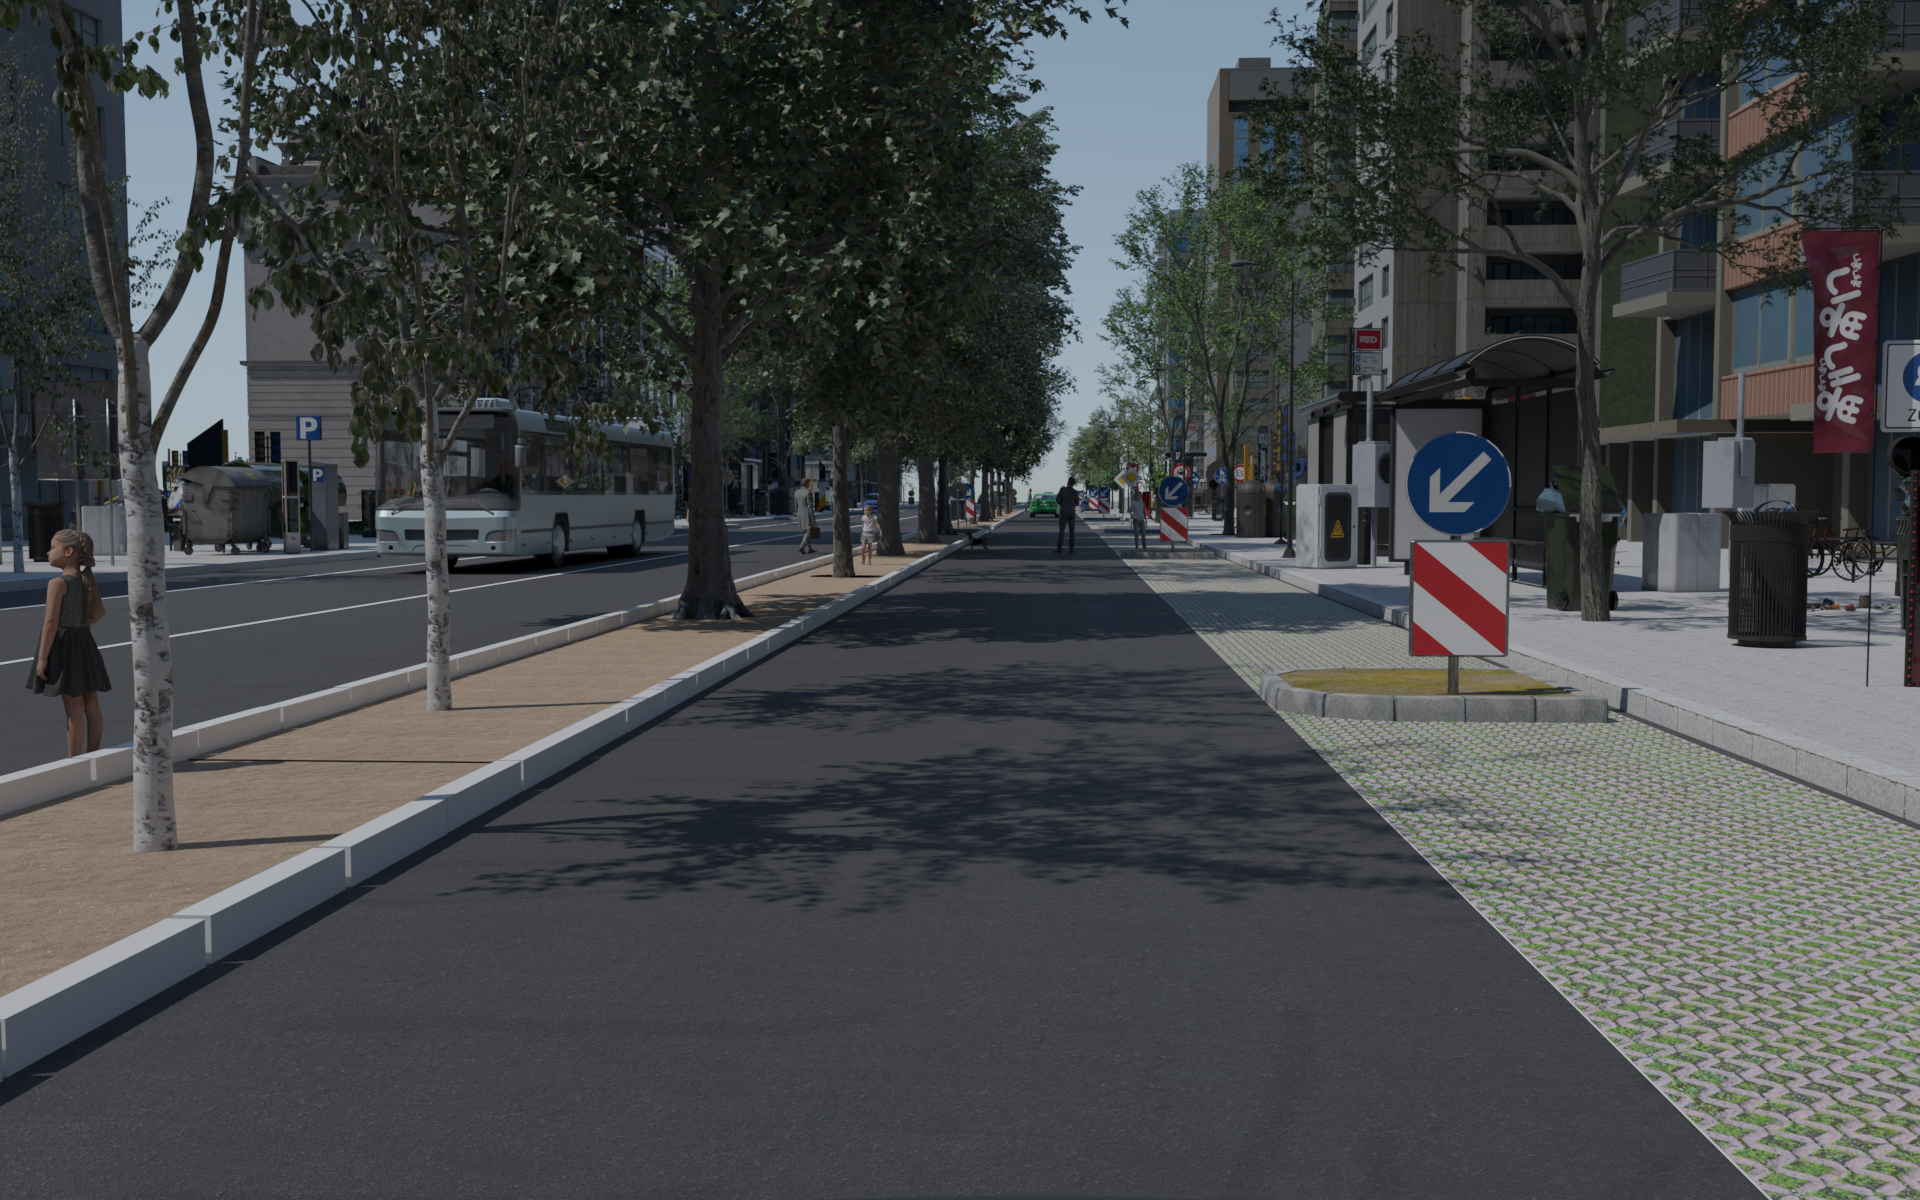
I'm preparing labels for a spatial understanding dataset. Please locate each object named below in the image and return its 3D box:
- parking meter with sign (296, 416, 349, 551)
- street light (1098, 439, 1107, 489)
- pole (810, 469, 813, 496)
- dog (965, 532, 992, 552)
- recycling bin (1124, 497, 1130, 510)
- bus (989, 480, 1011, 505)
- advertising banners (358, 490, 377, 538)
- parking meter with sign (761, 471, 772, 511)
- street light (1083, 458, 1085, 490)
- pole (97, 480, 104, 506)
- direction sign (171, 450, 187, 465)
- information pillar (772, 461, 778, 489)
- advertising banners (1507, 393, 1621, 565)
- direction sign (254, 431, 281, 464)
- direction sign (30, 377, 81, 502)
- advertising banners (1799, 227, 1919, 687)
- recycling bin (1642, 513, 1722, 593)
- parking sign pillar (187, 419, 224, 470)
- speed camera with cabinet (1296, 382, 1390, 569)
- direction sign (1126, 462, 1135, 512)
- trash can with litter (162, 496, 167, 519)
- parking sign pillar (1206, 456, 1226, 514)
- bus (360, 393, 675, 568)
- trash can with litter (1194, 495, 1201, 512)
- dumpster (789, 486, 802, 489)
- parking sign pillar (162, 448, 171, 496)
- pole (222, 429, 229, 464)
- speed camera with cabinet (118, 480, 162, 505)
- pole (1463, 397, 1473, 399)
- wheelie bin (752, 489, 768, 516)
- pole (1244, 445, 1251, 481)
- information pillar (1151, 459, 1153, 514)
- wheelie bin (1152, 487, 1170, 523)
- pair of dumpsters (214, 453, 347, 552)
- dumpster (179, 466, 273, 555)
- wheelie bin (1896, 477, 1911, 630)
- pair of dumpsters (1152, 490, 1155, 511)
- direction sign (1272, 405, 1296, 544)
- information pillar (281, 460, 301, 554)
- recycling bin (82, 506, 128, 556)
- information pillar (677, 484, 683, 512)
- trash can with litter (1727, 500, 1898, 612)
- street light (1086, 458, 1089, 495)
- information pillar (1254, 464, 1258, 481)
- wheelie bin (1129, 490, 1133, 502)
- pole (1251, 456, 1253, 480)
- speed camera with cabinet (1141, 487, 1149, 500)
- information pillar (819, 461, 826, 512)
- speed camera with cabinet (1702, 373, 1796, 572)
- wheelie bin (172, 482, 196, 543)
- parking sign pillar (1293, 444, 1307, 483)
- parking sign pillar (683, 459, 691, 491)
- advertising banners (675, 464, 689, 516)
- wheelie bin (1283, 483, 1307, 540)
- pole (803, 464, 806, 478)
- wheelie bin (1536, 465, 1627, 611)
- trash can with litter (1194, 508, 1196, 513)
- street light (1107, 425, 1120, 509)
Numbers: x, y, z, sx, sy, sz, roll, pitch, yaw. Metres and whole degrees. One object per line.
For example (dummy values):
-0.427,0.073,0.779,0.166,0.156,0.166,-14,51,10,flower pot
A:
-14.492,-2.646,39.520,0.543,3.016,1.738,0,4,2,parking meter with sign
12.358,-10.648,146.631,1.470,5.913,1.316,0,4,3,street light
-12.077,-9.002,141.025,0.158,3.312,0.155,0,3,0,pole
0.446,-1.428,42.631,0.540,0.507,0.406,-2,4,-32,dog
13.067,-7.624,137.205,0.722,1.027,0.722,1,4,21,recycling bin
5.149,-13.553,216.451,2.948,3.499,13.247,0,4,2,bus
-16.705,-3.365,51.205,2.074,3.025,0.090,-1,4,-22,advertising banners
-14.488,-8.145,129.431,1.738,3.016,0.543,3,4,36,parking meter with sign
16.583,-15.280,222.366,1.470,5.913,1.316,0,4,3,street light
-32.019,-4.323,64.521,0.158,3.312,0.155,0,3,0,pole
-40.431,-5.989,89.911,0.876,3.537,0.379,0,4,-6,direction sign
-13.095,-8.040,122.815,0.504,3.616,0.183,0,4,2,information pillar
10.499,-2.078,30.166,2.074,3.025,0.090,0,4,-4,advertising banners
-25.019,-4.322,62.668,0.876,3.537,0.379,-1,4,-20,direction sign
-17.509,-2.546,33.626,0.876,3.537,0.379,-2,4,-35,direction sign
6.554,-0.931,11.405,2.074,3.025,0.090,0,4,4,advertising banners
9.524,-0.631,22.872,0.722,1.027,0.722,-1,4,-12,recycling bin
-26.993,-4.508,62.171,1.447,3.967,1.447,0,4,2,parking sign pillar
6.775,-2.188,30.114,2.038,3.252,0.660,-2,4,-34,speed camera with cabinet
12.860,-8.452,130.180,0.876,3.537,0.379,3,4,38,direction sign
-45.977,-5.353,98.583,1.678,1.210,2.233,-2,4,-30,trash can with litter
16.852,-7.647,113.504,1.447,3.967,1.447,1,4,22,parking sign pillar
-8.786,-2.538,36.350,2.948,3.499,13.247,0,4,4,bus
16.854,-6.968,124.990,1.678,1.210,2.233,0,4,-1,trash can with litter
-11.542,-7.114,122.077,1.264,1.857,1.865,0,4,3,dumpster
-46.449,-6.911,101.462,1.447,3.967,1.447,-2,4,-24,parking sign pillar
-23.192,-3.726,54.763,0.158,3.312,0.155,0,3,0,pole
-28.566,-4.035,60.311,2.038,3.252,0.660,3,5,39,speed camera with cabinet
10.688,-2.610,36.518,0.158,3.312,0.155,0,3,0,pole
-11.592,-5.687,100.885,0.980,1.594,0.693,-2,4,-31,wheelie bin
11.807,-4.749,71.487,0.158,3.312,0.155,0,3,0,pole
12.640,-7.513,114.193,0.183,3.616,0.504,-1,4,-9,information pillar
8.940,-4.179,76.232,0.980,1.594,0.693,0,4,-1,wheelie bin
-15.796,-2.297,40.048,1.574,2.255,4.437,0,4,3,pair of dumpsters
-15.605,-1.901,36.843,1.264,1.857,1.865,0,4,3,dumpster
9.109,-0.502,16.116,0.693,1.594,0.980,1,4,16,wheelie bin
14.920,-7.735,128.963,1.574,2.255,4.437,0,4,3,pair of dumpsters
8.257,-3.208,44.450,0.379,3.537,0.876,0,4,-7,direction sign
-14.360,-2.000,37.185,0.304,2.012,0.304,-2,4,-32,information pillar
-17.891,-1.450,36.266,0.722,1.027,0.722,-1,4,-10,recycling bin
-19.579,-7.130,121.063,0.304,2.012,0.304,-2,4,-35,information pillar
9.530,-0.505,19.308,2.233,1.210,1.678,0,4,-5,trash can with litter
15.018,-13.477,192.883,1.470,5.913,1.316,0,4,3,street light
23.029,-8.748,134.389,0.504,3.616,0.183,-1,4,-12,information pillar
14.379,-8.284,143.349,0.693,1.594,0.980,-2,4,-35,wheelie bin
15.434,-5.990,91.775,0.158,3.312,0.155,0,3,0,pole
15.222,-8.955,140.749,0.660,3.252,2.038,-3,4,-38,speed camera with cabinet
-9.627,-7.929,120.996,0.504,3.616,0.183,0,4,5,information pillar
13.188,-2.115,28.920,2.038,3.252,0.660,-3,4,-37,speed camera with cabinet
-20.161,-2.281,45.209,0.980,1.594,0.693,2,4,23,wheelie bin
18.495,-6.424,93.504,1.447,3.967,1.447,-1,4,-21,parking sign pillar
-19.646,-8.451,126.641,1.447,3.967,1.447,3,4,38,parking sign pillar
-15.872,-6.411,101.000,2.074,3.025,0.090,-2,4,-26,advertising banners
9.496,-2.489,48.603,0.693,1.594,0.980,-2,4,-29,wheelie bin
-10.577,-7.584,117.833,0.158,3.312,0.155,0,3,0,pole
6.826,-0.688,19.153,0.980,1.594,0.693,0,4,-7,wheelie bin
15.861,-6.649,120.100,0.624,1.170,1.055,3,5,43,trash can with litter
10.835,-8.833,116.954,1.470,5.913,1.316,0,4,3,street light
